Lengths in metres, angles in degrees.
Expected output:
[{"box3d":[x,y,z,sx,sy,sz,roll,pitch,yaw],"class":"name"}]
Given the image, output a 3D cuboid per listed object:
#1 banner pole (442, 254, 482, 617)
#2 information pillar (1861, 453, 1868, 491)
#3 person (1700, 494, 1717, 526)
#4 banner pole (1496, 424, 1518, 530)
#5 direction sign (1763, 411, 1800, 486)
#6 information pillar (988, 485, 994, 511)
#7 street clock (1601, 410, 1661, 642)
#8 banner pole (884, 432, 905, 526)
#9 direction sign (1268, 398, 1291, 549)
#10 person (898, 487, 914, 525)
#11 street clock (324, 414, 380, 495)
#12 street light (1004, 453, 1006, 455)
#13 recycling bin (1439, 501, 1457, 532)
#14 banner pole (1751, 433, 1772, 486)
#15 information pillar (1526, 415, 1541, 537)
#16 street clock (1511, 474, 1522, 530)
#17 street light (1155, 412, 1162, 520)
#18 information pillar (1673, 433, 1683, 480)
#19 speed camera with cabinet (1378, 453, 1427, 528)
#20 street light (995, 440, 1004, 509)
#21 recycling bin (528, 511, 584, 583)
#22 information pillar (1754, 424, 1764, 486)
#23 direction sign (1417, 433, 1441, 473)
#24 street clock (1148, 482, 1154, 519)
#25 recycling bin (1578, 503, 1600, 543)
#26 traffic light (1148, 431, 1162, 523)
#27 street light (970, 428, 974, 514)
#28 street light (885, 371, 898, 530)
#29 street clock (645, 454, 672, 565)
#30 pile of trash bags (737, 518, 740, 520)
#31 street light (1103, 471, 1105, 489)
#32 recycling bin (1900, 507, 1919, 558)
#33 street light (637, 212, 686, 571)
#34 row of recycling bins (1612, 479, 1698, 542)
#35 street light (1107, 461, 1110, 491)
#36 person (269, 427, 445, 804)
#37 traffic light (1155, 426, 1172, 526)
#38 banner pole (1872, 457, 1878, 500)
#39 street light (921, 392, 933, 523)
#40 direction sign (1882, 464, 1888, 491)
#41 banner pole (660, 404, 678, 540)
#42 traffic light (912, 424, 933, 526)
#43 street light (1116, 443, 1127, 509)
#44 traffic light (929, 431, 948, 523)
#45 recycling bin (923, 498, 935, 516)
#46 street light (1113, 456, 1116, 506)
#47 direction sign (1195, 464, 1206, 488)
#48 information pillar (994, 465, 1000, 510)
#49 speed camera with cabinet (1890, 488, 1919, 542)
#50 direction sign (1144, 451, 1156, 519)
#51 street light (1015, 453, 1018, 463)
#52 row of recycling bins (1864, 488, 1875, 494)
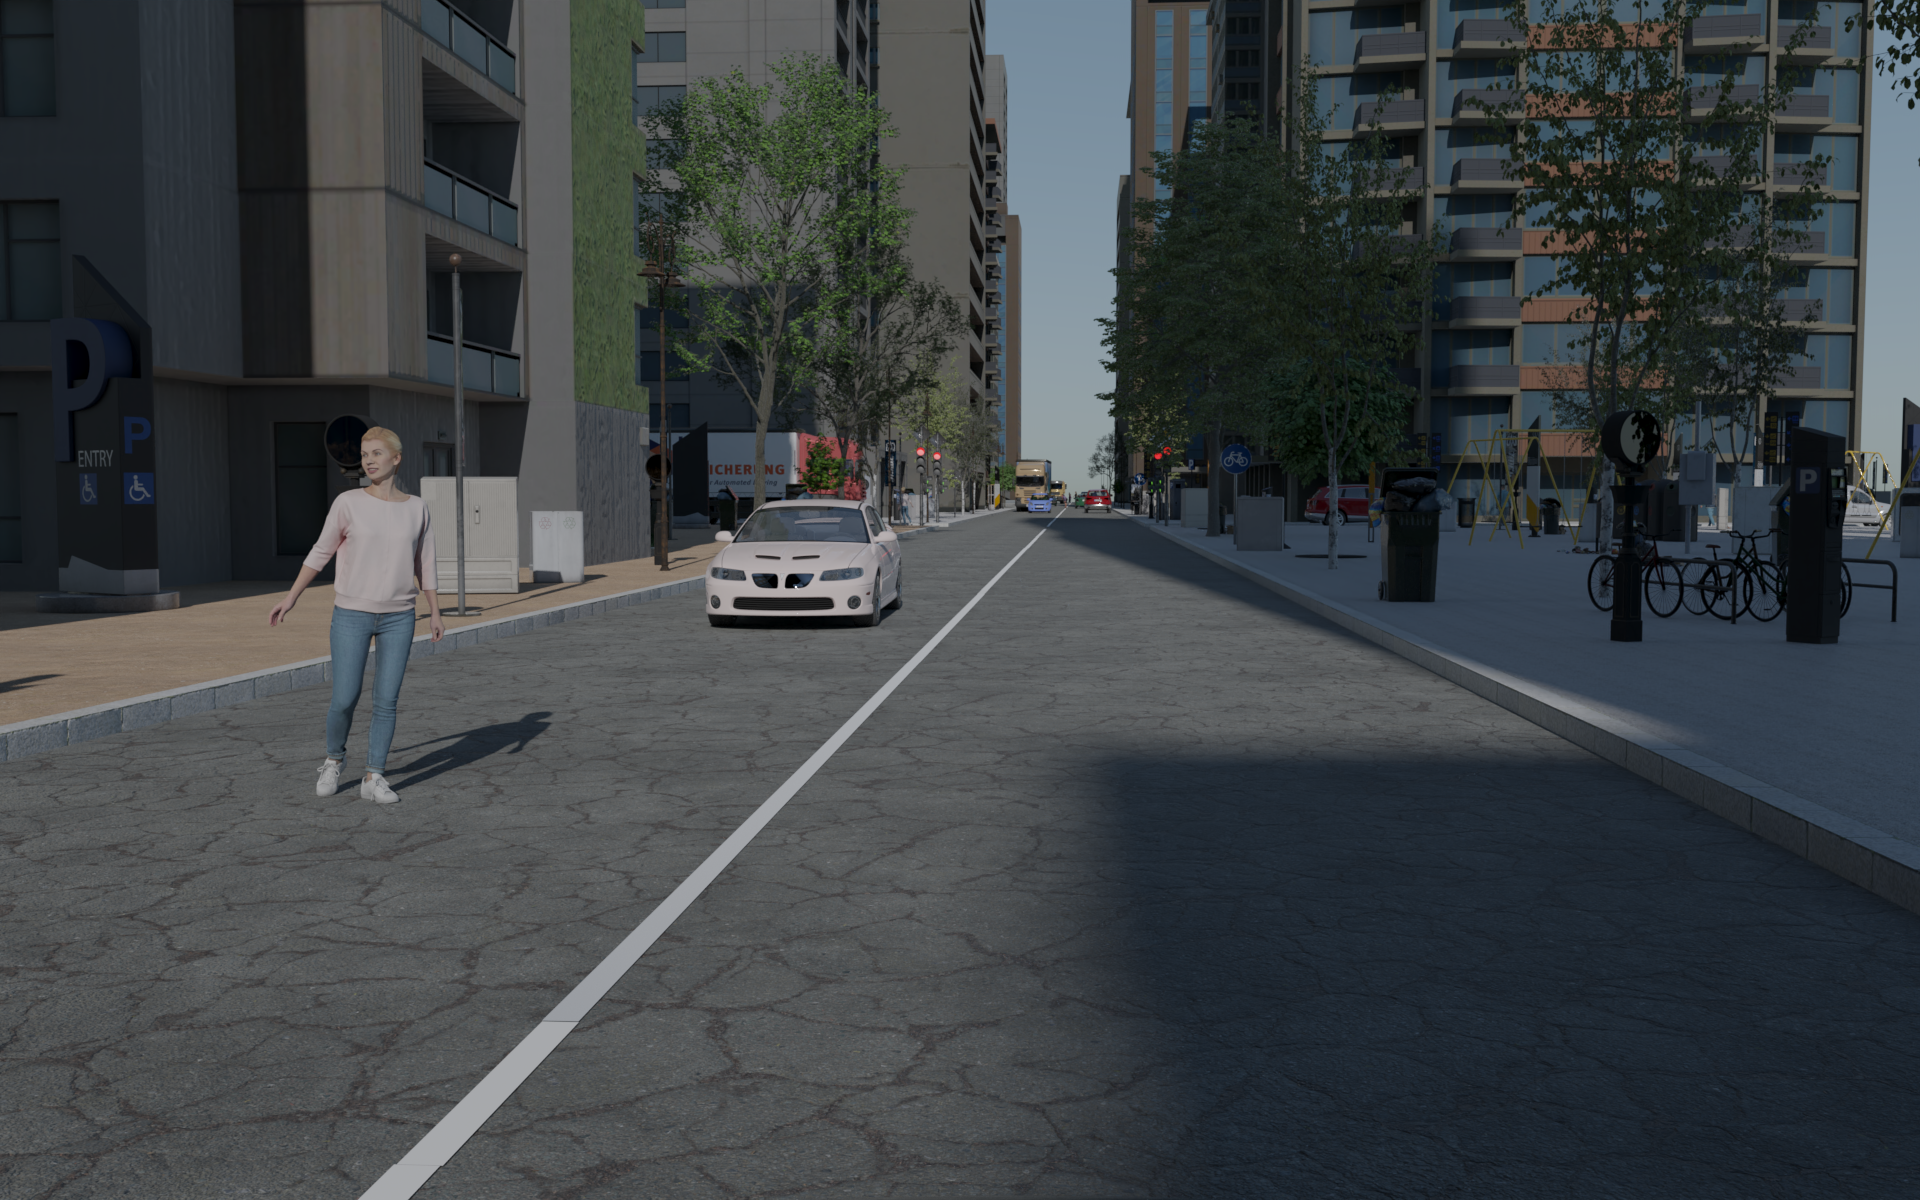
[{"box3d":[-5.297,-1.735,18.381,0.401,3.779,0.863,-1,4,-11],"class":"banner pole"},{"box3d":[49.542,-6.361,95.364,0.504,3.616,0.183,0,4,-7],"class":"information pillar"},{"box3d":[31.344,-3.883,72.335,0.721,1.781,0.623,3,4,36],"class":"person"},{"box3d":[19.549,-4.397,61.905,0.863,3.779,0.401,3,5,44],"class":"banner pole"},{"box3d":[22.584,-3.406,47.685,0.876,3.537,0.379,2,4,28],"class":"direction sign"},{"box3d":[2.367,-8.093,136.810,0.304,2.012,0.304,0,4,2],"class":"information pillar"},{"box3d":[5.814,-0.641,15.054,0.471,2.002,0.358,-2,4,-23],"class":"street clock"},{"box3d":[-2.642,-4.896,70.059,0.863,3.779,0.401,0,4,3],"class":"banner pole"},{"box3d":[7.574,-2.968,40.529,0.379,3.537,0.876,-3,5,-43],"class":"direction sign"},{"box3d":[-2.262,-4.014,74.809,0.598,1.740,0.731,3,5,41],"class":"person"},{"box3d":[-5.522,-0.689,15.837,0.471,2.002,0.358,1,4,9],"class":"street clock"},{"box3d":[3.820,-11.093,154.150,0.468,5.910,1.993,0,4,4],"class":"street light"},{"box3d":[16.551,-2.859,59.297,0.722,1.027,0.722,0,4,1],"class":"recycling bin"},{"box3d":[28.791,-4.405,62.036,0.863,3.779,0.401,0,4,6],"class":"banner pole"},{"box3d":[17.041,-3.675,51.436,0.183,3.616,0.504,-1,4,-22],"class":"information pillar"},{"box3d":[19.607,-3.457,61.095,0.358,2.002,0.471,0,4,-2],"class":"street clock"},{"box3d":[9.713,-6.804,84.038,0.468,5.910,1.993,0,4,4],"class":"street light"},{"box3d":[27.673,-4.614,66.786,0.183,3.616,0.504,-1,4,-8],"class":"information pillar"},{"box3d":[16.910,-4.362,65.659,2.038,3.252,0.660,3,5,43],"class":"speed camera with cabinet"},{"box3d":[3.196,-10.511,144.647,0.468,5.910,1.993,0,4,4],"class":"street light"},{"box3d":[-5.894,-0.778,25.272,0.722,1.027,0.722,-1,4,-19],"class":"recycling bin"},{"box3d":[26.946,-4.103,58.440,0.504,3.616,0.183,-3,5,-44],"class":"information pillar"},{"box3d":[17.328,-4.408,64.060,0.876,3.537,0.379,0,4,3],"class":"direction sign"},{"box3d":[9.925,-5.218,89.890,0.358,2.002,0.471,2,4,26],"class":"street clock"},{"box3d":[16.888,-2.055,46.147,0.722,1.027,0.722,2,4,24],"class":"recycling bin"},{"box3d":[8.756,-5.377,76.843,0.839,4.253,0.868,0,4,4],"class":"traffic light"},{"box3d":[0.843,-8.471,111.290,0.468,5.910,1.993,0,4,4],"class":"street light"},{"box3d":[-2.532,-5.470,62.230,0.468,5.910,1.993,0,4,4],"class":"street light"},{"box3d":[-5.427,-1.631,31.230,0.471,2.002,0.358,-1,4,-12],"class":"street clock"},{"box3d":[-12.482,-4.619,85.275,3.447,1.369,1.912,1,4,9],"class":"pile of trash bags"},{"box3d":[20.724,-16.556,243.475,0.468,5.910,1.993,0,4,4],"class":"street light"},{"box3d":[19.407,-1.358,34.765,0.722,1.027,0.722,-2,4,-34],"class":"recycling bin"},{"box3d":[-4.933,-3.424,28.764,0.468,5.910,1.993,0,4,4],"class":"street light"},{"box3d":[19.300,-2.506,48.080,1.069,1.692,3.534,0,4,-8],"class":"row of recycling bins"},{"box3d":[19.566,-15.557,227.144,0.468,5.910,1.993,0,4,4],"class":"street light"},{"box3d":[-2.856,0.065,8.109,0.731,1.740,0.598,-3,4,-38],"class":"person"},{"box3d":[8.205,-4.890,68.876,0.839,4.253,0.868,0,4,4],"class":"traffic light"},{"box3d":[61.567,-7.741,116.589,0.401,3.779,0.863,0,4,8],"class":"banner pole"},{"box3d":[-1.458,-6.421,77.774,0.468,5.910,1.993,0,4,4],"class":"street light"},{"box3d":[69.317,-8.429,129.811,0.876,3.537,0.379,-3,5,-40],"class":"direction sign"},{"box3d":[-8.212,-3.574,48.456,0.401,3.779,0.863,-2,4,-35],"class":"banner pole"},{"box3d":[-1.534,-4.930,69.531,0.839,4.253,0.868,0,4,4],"class":"traffic light"},{"box3d":[14.893,-11.436,159.758,0.468,5.910,1.993,0,4,4],"class":"street light"},{"box3d":[-0.984,-5.418,77.497,0.839,4.253,0.868,0,4,4],"class":"traffic light"},{"box3d":[-1.907,-5.385,100.595,0.722,1.027,0.722,-1,4,-18],"class":"recycling bin"},{"box3d":[17.244,-13.476,193.114,0.468,5.910,1.993,0,4,4],"class":"street light"},{"box3d":[18.325,-8.553,131.830,0.876,3.537,0.379,2,4,29],"class":"direction sign"},{"box3d":[3.010,-9.130,140.622,0.504,3.616,0.183,3,5,45],"class":"information pillar"},{"box3d":[26.018,-3.168,46.132,2.038,3.252,0.660,1,4,22],"class":"speed camera with cabinet"},{"box3d":[10.034,-6.030,90.579,0.876,3.537,0.379,-1,4,-10],"class":"direction sign"},{"box3d":[6.202,-13.170,188.117,0.468,5.910,1.993,0,4,4],"class":"street light"},{"box3d":[62.855,-7.087,122.984,3.534,1.692,1.069,2,4,25],"class":"row of recycling bins"}]
